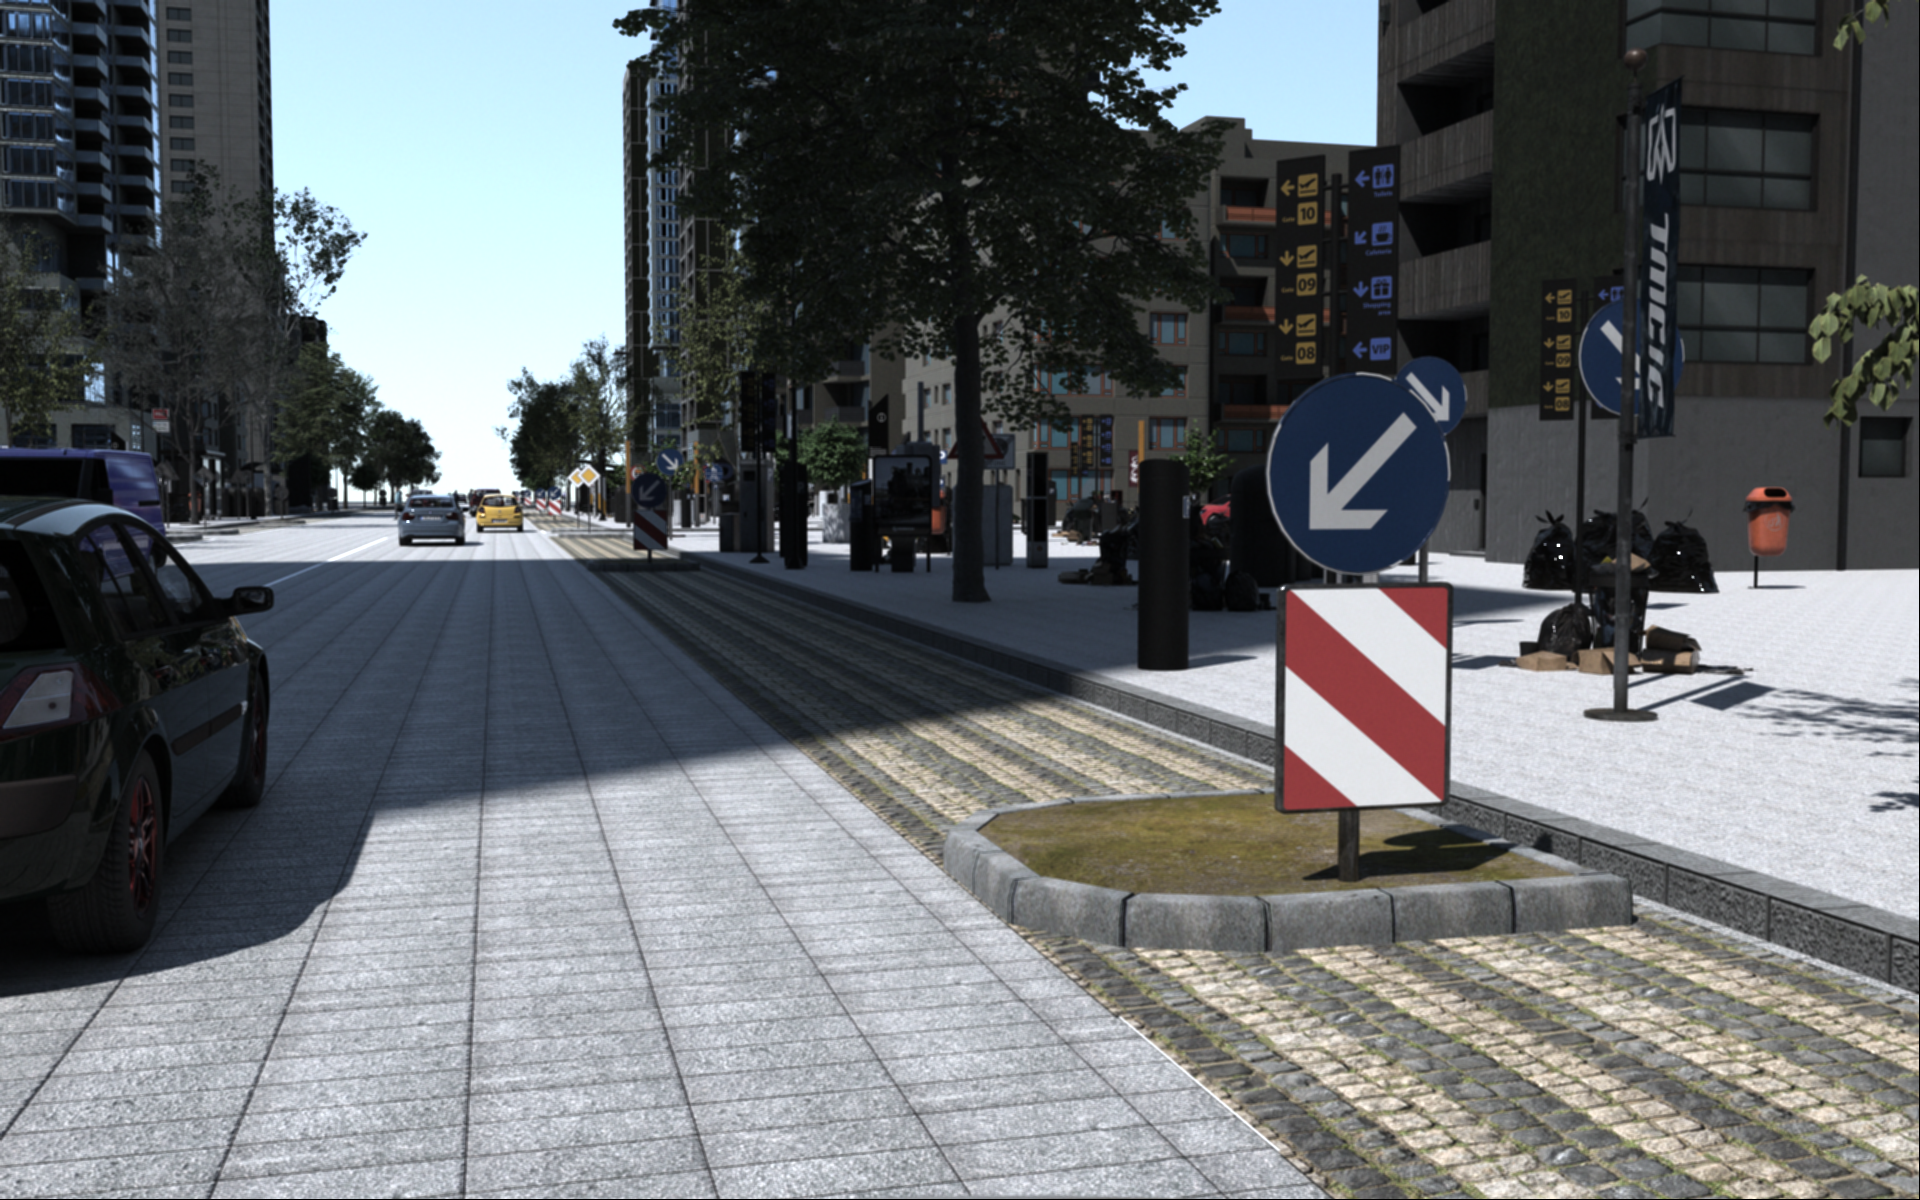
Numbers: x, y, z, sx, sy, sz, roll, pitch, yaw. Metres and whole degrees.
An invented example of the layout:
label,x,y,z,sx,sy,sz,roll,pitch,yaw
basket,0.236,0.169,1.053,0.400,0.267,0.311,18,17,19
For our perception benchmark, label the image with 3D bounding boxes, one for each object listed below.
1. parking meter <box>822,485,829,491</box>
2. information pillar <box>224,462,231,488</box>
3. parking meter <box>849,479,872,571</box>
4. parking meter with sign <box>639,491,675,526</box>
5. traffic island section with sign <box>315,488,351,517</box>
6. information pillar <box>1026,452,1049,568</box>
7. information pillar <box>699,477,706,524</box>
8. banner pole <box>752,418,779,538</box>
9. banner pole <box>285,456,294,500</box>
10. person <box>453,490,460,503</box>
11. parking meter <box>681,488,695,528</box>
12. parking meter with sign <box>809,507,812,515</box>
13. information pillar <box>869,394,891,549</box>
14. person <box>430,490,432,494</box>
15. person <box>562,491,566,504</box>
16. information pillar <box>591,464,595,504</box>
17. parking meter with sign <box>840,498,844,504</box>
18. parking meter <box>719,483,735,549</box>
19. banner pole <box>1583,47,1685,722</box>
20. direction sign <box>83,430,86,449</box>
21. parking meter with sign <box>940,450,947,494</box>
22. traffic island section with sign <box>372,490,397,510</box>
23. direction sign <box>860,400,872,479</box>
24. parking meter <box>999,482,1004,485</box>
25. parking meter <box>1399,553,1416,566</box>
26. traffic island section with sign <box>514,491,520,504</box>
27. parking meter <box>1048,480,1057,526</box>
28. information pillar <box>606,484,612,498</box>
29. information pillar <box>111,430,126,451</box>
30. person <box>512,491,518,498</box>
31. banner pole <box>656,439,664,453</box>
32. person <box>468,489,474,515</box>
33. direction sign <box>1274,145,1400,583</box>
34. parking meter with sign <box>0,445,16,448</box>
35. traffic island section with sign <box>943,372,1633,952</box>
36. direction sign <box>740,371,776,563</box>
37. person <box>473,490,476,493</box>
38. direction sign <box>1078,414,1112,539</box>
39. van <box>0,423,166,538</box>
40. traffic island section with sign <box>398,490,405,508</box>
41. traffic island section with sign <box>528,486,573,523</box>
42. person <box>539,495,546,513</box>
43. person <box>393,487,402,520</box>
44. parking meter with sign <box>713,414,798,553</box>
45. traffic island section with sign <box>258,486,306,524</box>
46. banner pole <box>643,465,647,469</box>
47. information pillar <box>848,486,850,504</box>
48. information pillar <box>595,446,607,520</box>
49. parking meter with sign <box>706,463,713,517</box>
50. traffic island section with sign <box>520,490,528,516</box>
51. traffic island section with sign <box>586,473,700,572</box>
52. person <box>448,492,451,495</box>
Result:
label,x,y,z,sx,sy,sz,roll,pitch,yaw
parking meter,-8.075,-6.015,104.049,0.399,1.863,0.255,-3,5,-40
information pillar,-53.050,-8.204,125.482,0.504,3.616,0.183,1,4,13
parking meter,-1.654,-1.259,29.003,0.372,1.533,0.369,0,3,0
parking meter with sign,-12.265,-4.498,69.798,0.543,3.016,1.738,2,4,26
traffic island section with sign,-39.610,-6.166,109.440,1.989,1.847,2.006,-1,4,-15
information pillar,1.343,-1.566,30.091,0.304,2.012,0.304,-1,4,-16
information pillar,-11.042,-4.262,74.175,0.304,2.012,0.304,0,4,-5
banner pole,-5.645,-3.671,50.038,0.863,3.779,0.401,-2,4,-33
banner pole,-44.145,-7.592,114.149,0.863,3.779,0.401,-1,4,-16
person,-49.637,-9.932,170.756,0.599,1.838,0.709,3,4,37
parking meter,-10.343,-3.486,65.405,0.372,1.533,0.369,0,3,0
parking meter with sign,-9.286,-6.614,104.401,1.738,3.016,0.543,-1,4,-11
information pillar,-1.887,-3.007,40.525,0.504,3.616,0.183,1,4,17
person,-57.549,-11.000,188.349,0.705,1.824,1.348,-1,4,-17
person,-49.702,-12.788,217.450,0.709,1.838,0.599,-2,4,-31
information pillar,-24.729,-7.687,117.041,0.504,3.616,0.183,-3,5,-44
parking meter with sign,-6.143,-5.882,92.437,0.543,3.016,1.738,0,4,3
parking meter,-5.444,-1.963,40.502,0.372,1.533,0.369,0,3,0
banner pole,3.792,-1.197,9.596,0.401,3.779,0.863,0,4,0
direction sign,-30.972,-4.242,61.357,0.379,3.537,0.876,-2,4,-30
parking meter with sign,-0.805,-4.394,68.109,0.543,3.016,1.738,0,4,2
traffic island section with sign,-52.571,-9.133,157.945,1.989,1.847,2.006,-1,4,-15
direction sign,-2.182,-3.068,42.166,0.379,3.537,0.876,0,4,1
parking meter,1.770,-4.288,75.815,0.399,1.863,0.255,0,4,-5
parking meter,7.987,-1.558,31.179,0.399,1.863,0.255,3,5,44
traffic island section with sign,-40.168,-9.282,160.388,1.989,1.847,2.006,-1,4,-15
parking meter,3.632,-3.864,68.888,0.399,1.863,0.255,-1,4,-12
information pillar,-24.399,-7.096,120.512,0.304,2.012,0.304,1,4,12
information pillar,-30.877,-4.418,63.581,0.504,3.616,0.183,0,4,-3
person,-43.665,-9.782,169.148,1.217,1.735,0.721,1,4,12
banner pole,-13.557,-5.401,78.327,0.401,3.779,0.863,1,4,19
person,-34.008,-6.856,120.767,0.661,1.801,0.590,3,4,38
direction sign,2.500,-1.198,11.592,0.876,3.537,0.379,3,4,38
parking meter with sign,-33.607,-3.947,60.796,0.543,3.016,1.738,-1,4,-16
traffic island section with sign,1.006,0.138,6.371,1.989,1.847,2.006,-1,4,-15
direction sign,-3.743,-2.460,32.217,0.379,3.537,0.876,3,4,39
person,-38.818,-7.940,138.836,1.217,1.766,0.721,2,4,26
direction sign,3.886,-3.502,49.262,0.876,3.537,0.379,1,4,10
van,-11.981,-1.125,22.781,2.240,2.365,5.245,-1,4,-14
traffic island section with sign,-59.539,-10.725,183.988,1.989,1.847,2.006,-1,4,-15
traffic island section with sign,-20.167,-4.705,85.562,1.989,1.847,2.006,-1,4,-15
person,-30.617,-7.195,126.978,0.563,1.720,0.643,-2,4,-27
person,-31.082,-5.359,95.980,0.748,1.841,0.638,1,4,10
parking meter with sign,-4.466,-2.556,38.047,1.738,3.016,0.543,1,4,21
traffic island section with sign,-32.638,-4.573,83.398,1.989,1.847,2.006,-1,4,-15
banner pole,-23.911,-8.670,131.766,0.401,3.779,0.863,1,4,13
information pillar,-5.044,-5.340,78.661,0.183,3.616,0.504,0,4,-1
information pillar,-17.494,-5.708,84.682,0.183,3.616,0.504,2,4,26
parking meter with sign,-13.545,-6.184,97.363,0.543,3.016,1.738,2,4,27
traffic island section with sign,-27.264,-6.330,112.125,1.989,1.847,2.006,-1,4,-15
traffic island section with sign,-6.024,-1.471,32.674,1.989,1.847,2.006,-1,4,-15
person,-80.393,-16.135,273.113,0.445,1.727,0.742,2,4,29
